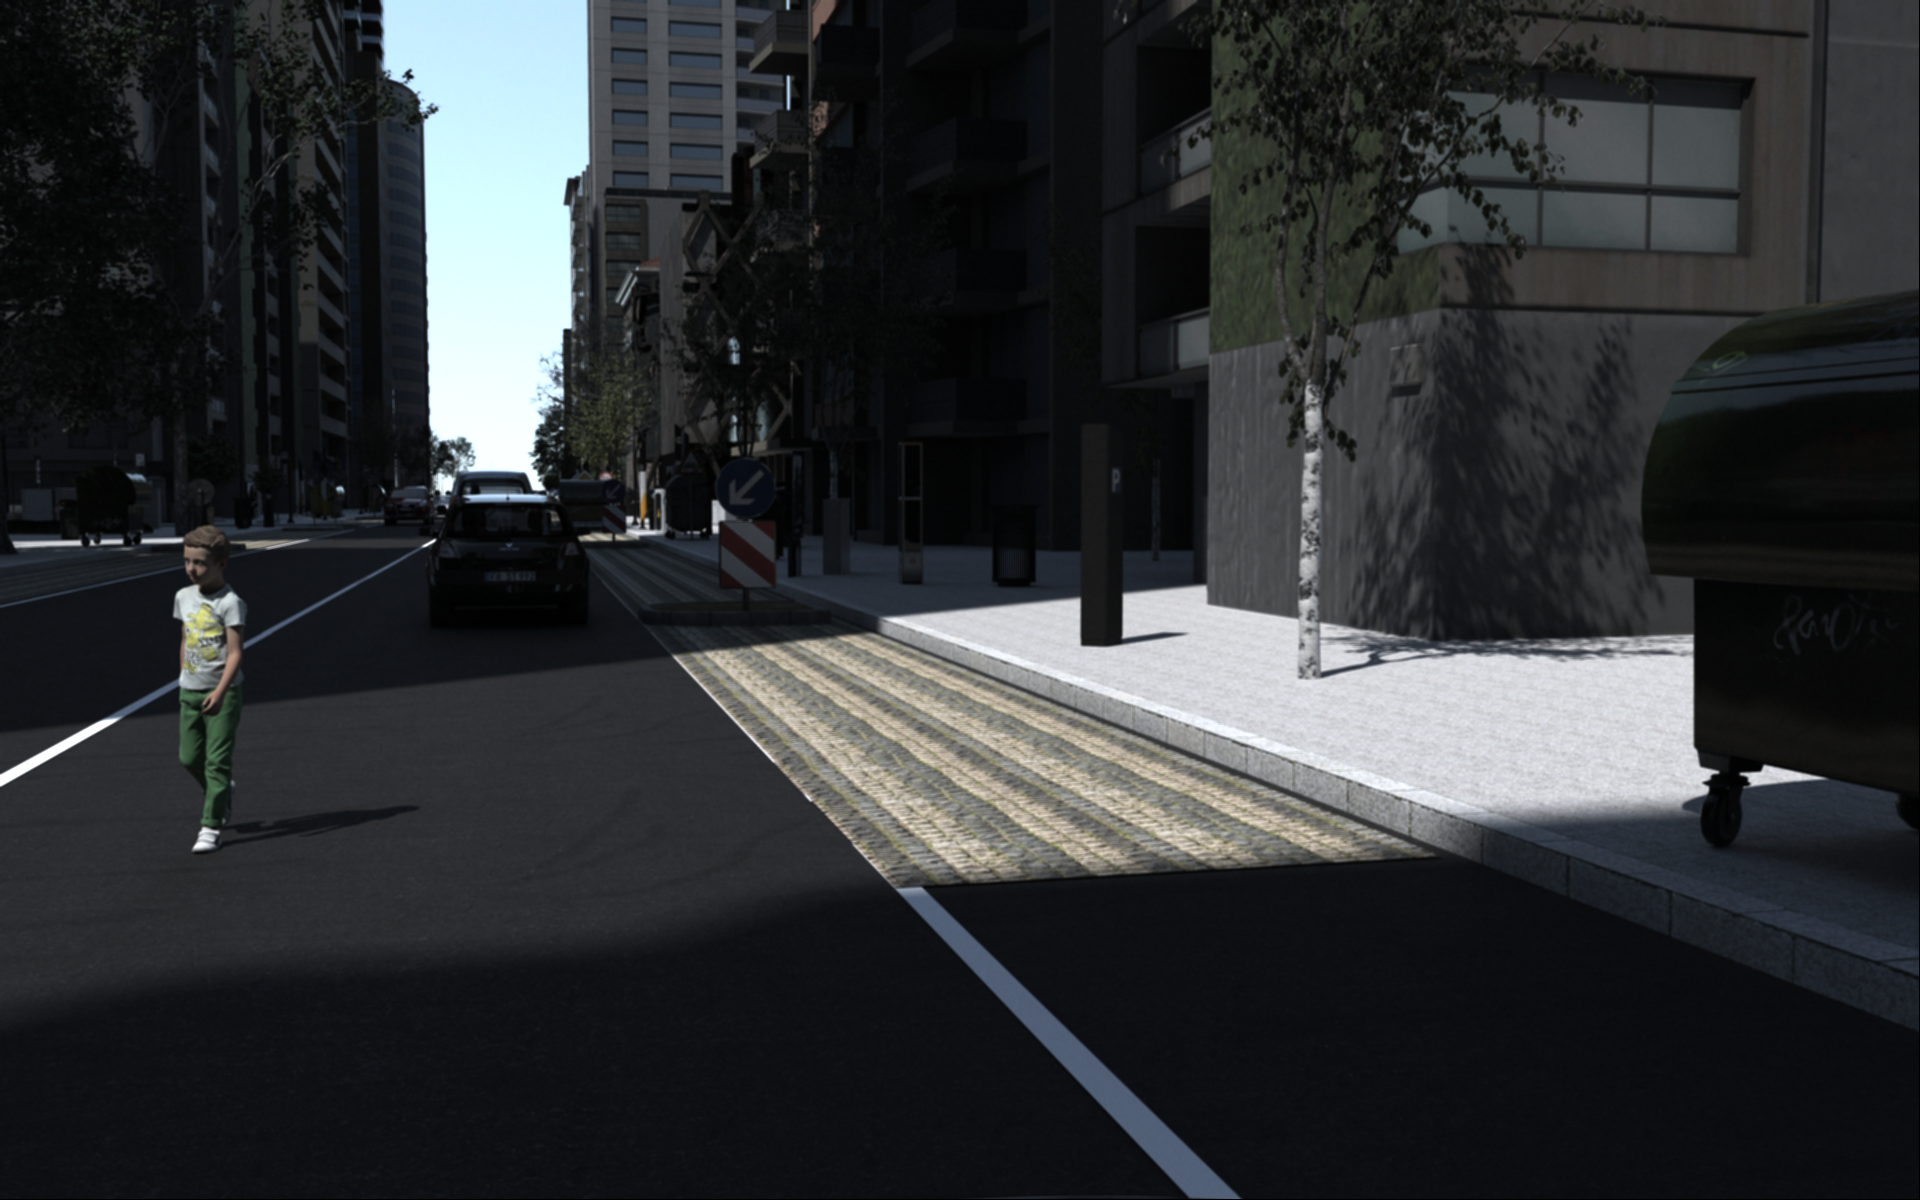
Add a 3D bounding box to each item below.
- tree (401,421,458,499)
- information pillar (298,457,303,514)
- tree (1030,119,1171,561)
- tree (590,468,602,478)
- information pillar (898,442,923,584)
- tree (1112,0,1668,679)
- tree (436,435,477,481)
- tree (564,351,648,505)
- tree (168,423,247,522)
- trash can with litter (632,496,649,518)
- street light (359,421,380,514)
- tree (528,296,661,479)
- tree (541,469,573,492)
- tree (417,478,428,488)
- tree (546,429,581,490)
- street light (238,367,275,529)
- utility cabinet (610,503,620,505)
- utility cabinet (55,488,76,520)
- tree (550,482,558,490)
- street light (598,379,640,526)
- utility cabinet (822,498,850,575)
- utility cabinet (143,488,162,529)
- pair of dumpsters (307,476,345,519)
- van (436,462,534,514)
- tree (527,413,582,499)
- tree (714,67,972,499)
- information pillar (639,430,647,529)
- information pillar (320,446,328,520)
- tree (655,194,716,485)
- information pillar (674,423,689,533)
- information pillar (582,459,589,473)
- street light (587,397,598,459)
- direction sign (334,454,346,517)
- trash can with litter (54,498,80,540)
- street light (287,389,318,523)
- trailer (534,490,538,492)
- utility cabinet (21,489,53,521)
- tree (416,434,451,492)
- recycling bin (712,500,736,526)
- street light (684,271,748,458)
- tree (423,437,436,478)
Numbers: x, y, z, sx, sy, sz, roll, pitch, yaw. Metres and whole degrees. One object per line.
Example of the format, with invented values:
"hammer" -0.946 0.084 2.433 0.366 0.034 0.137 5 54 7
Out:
"tree" -67.903 -17.598 222.142 7.601 10.594 8.767 2 4 27
"information pillar" -41.530 -7.203 109.119 0.183 3.616 0.504 -3 5 -39
"tree" 3.516 -5.052 32.961 4.737 8.622 4.395 0 3 0
"tree" -27.314 -8.251 129.511 1.663 3.219 1.824 0 3 0
"information pillar" -0.704 -1.237 24.722 0.304 2.012 0.304 -1 4 -12
"tree" 2.669 -3.761 11.859 4.360 8.622 3.978 0 3 0
"tree" -88.087 -23.046 302.561 9.928 11.665 9.643 0 3 0
"tree" -17.738 -8.426 88.129 4.737 8.622 4.395 0 3 0
"tree" -35.065 -5.935 80.750 4.285 4.588 4.351 0 3 0
"trash can with litter" -17.179 -5.025 93.551 0.624 1.170 1.055 1 4 19
"street light" -37.631 -8.427 110.326 1.470 5.913 1.316 -1 4 -14
"tree" -21.693 -12.068 107.674 12.009 13.543 11.850 0 3 0
"tree" -46.069 -13.490 204.271 4.285 4.588 4.351 0 3 0
"tree" -58.035 -11.786 187.309 1.663 3.219 1.824 0 3 0
"tree" -42.710 -14.439 186.440 4.360 8.622 3.978 0 3 0
"street light" -25.701 -5.548 63.251 1.470 5.913 1.316 -1 4 -14
"utility cabinet" -19.241 -5.142 95.237 1.020 1.237 0.306 -3 4 -36
"utility cabinet" -32.468 -3.333 63.172 0.318 1.500 1.173 1 4 8
"tree" -56.438 -15.087 241.272 1.663 3.219 1.824 0 3 0
"street light" -13.734 -5.968 70.119 1.470 5.913 1.316 -1 4 -14
"utility cabinet" -2.002 -1.030 28.009 0.306 1.237 1.020 0 4 5
"utility cabinet" -29.857 -3.340 63.289 1.173 1.500 0.318 0 4 -6
"pair of dumpsters" -33.389 -5.424 91.182 1.574 2.255 4.437 -1 4 -14
"van" -8.697 -1.540 32.197 2.013 2.044 4.112 -1 4 -16
"tree" -54.049 -19.170 231.547 7.486 12.596 7.792 0 3 0
"tree" -2.040 -4.932 30.997 4.360 8.622 3.978 0 3 0
"information pillar" -11.615 -4.407 63.413 0.183 3.616 0.504 -2 4 -29
"information pillar" -31.358 -5.747 85.323 0.183 3.616 0.504 -3 5 -41
"tree" -5.230 -5.582 41.620 4.360 8.622 3.978 0 3 0
"information pillar" -9.207 -4.033 57.289 0.504 3.616 0.183 -1 4 -18
"information pillar" -25.063 -7.631 116.113 0.504 3.616 0.183 1 4 20
"street light" -17.051 -6.769 83.207 1.470 5.913 1.316 -1 4 -14
"direction sign" -35.252 -6.521 98.614 0.876 3.537 0.379 2 4 27
"trash can with litter" -25.132 -2.289 48.815 0.624 1.170 1.055 -1 4 -22
"street light" -28.942 -6.341 76.211 1.470 5.913 1.316 -1 4 -14
"trailer" -67.952 -16.499 276.814 1.471 1.999 3.904 -1 4 -12
"utility cabinet" -40.076 -4.068 75.187 0.318 1.500 1.173 2 4 34
"tree" -64.437 -15.983 211.685 4.737 8.622 4.395 0 3 0
"recycling bin" -9.649 -3.566 70.866 0.722 1.027 0.722 2 4 35
"street light" -5.049 -3.900 36.312 1.470 5.913 1.316 -1 4 -14
"tree" -50.115 -12.680 157.675 4.360 8.622 3.978 0 3 0
